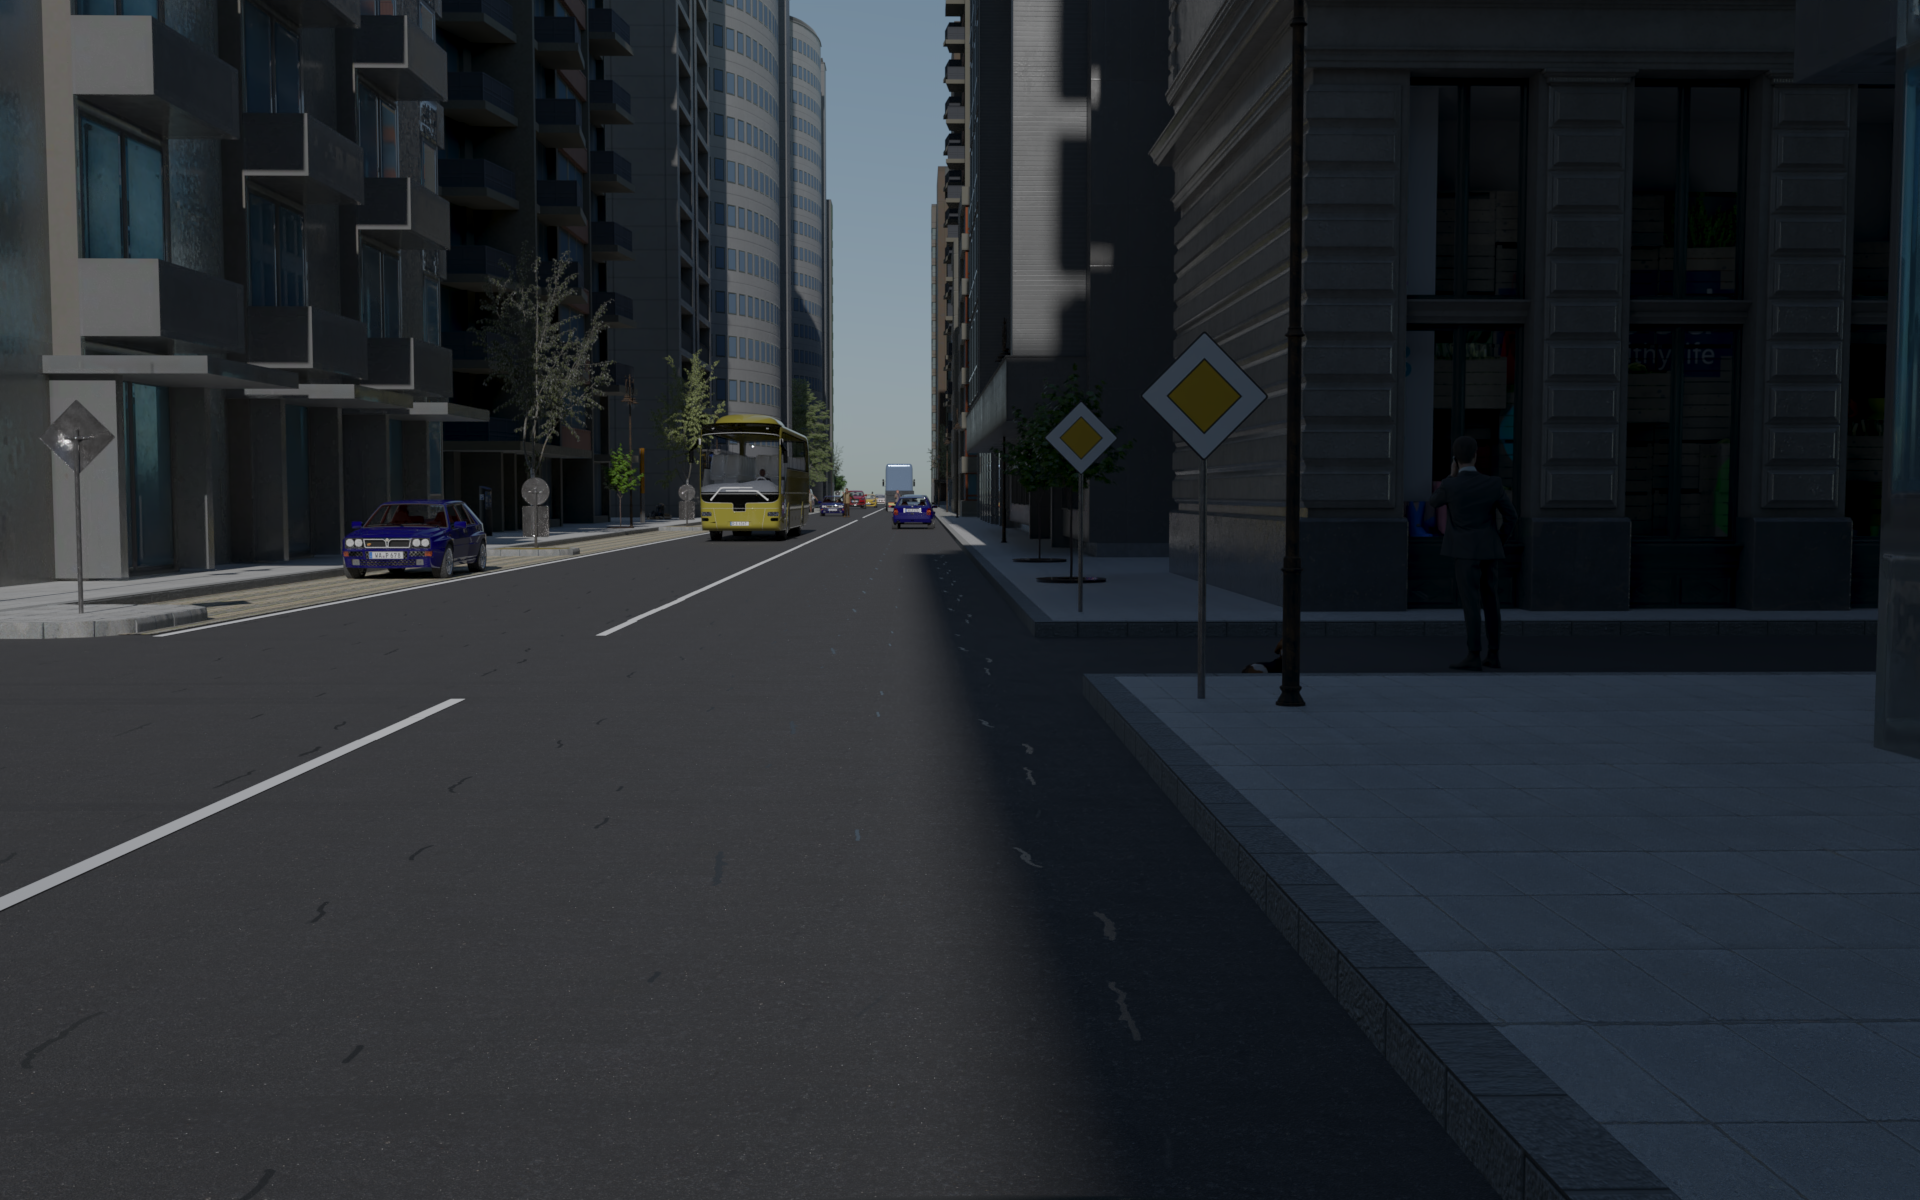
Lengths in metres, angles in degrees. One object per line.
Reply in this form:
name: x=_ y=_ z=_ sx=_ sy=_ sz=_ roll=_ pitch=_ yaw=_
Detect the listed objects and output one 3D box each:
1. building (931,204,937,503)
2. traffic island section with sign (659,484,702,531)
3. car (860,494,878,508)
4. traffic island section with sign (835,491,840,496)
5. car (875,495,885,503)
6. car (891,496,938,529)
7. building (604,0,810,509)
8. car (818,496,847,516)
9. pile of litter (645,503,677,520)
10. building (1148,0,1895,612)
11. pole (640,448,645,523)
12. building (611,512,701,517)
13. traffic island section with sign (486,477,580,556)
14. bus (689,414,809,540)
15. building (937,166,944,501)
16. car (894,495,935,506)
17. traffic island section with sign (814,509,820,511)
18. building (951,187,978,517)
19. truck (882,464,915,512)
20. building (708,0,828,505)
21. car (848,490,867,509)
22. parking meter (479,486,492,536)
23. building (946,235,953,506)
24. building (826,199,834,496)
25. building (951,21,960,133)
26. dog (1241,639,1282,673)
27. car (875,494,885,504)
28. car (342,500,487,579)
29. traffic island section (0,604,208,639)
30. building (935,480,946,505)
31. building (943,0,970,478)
building: x=2.916 y=-34.400 z=246.028 sx=14.154 sy=41.232 sz=14.086 roll=0 pitch=4 yaw=-1
traffic island section with sign: x=-10.732 y=-3.638 z=68.115 sx=1.989 sy=1.847 sz=2.006 roll=0 pitch=4 yaw=-1
car: x=-9.492 y=-10.395 z=180.184 sx=2.015 sy=1.641 sz=3.980 roll=0 pitch=3 yaw=0
traffic island section with sign: x=-14.116 y=-11.741 z=200.589 sx=1.989 sy=1.847 sz=2.006 roll=0 pitch=4 yaw=-1
car: x=-10.843 y=-13.703 z=236.407 sx=2.083 sy=1.381 sz=4.827 roll=0 pitch=4 yaw=-3
car: x=-1.911 y=-3.620 z=71.775 sx=1.945 sy=1.354 sz=3.894 roll=0 pitch=4 yaw=0
building: x=-26.865 y=-45.755 z=186.342 sx=20.563 sy=71.187 sz=20.611 roll=0 pitch=4 yaw=-1
car: x=-8.229 y=-6.125 z=112.728 sx=1.945 sy=1.354 sz=3.894 roll=0 pitch=4 yaw=-2
pile of litter: x=-15.020 y=-4.478 z=87.181 sx=1.719 sy=0.858 sz=1.176 roll=0 pitch=4 yaw=-3
building: x=12.785 y=-11.883 z=23.163 sx=19.941 sy=23.489 sz=11.050 roll=0 pitch=4 yaw=-1
pole: x=-14.143 y=-5.091 z=77.088 sx=0.158 sy=3.312 sz=0.155 roll=0 pitch=3 yaw=0
building: x=-23.541 y=-40.646 z=102.812 sx=20.563 sy=71.187 sz=20.611 roll=0 pitch=4 yaw=-1
traffic island section with sign: x=-10.016 y=-1.958 z=40.649 sx=1.989 sy=1.847 sz=2.006 roll=0 pitch=4 yaw=-1
bus: x=-6.628 y=-4.001 z=56.963 sx=2.896 sy=3.916 sz=12.252 roll=0 pitch=4 yaw=-1
building: x=3.879 y=-35.513 z=230.749 sx=14.600 sy=45.320 sz=14.200 roll=0 pitch=4 yaw=-1
car: x=-2.181 y=-4.363 z=83.331 sx=2.014 sy=1.417 sz=4.499 roll=0 pitch=4 yaw=-1
traffic island section with sign: x=-12.690 y=-8.344 z=145.055 sx=1.989 sy=1.847 sz=2.006 roll=0 pitch=4 yaw=-1
building: x=13.558 y=-16.352 z=112.391 sx=27.650 sy=21.520 sz=28.899 roll=0 pitch=4 yaw=-1
truck: x=-5.076 y=-9.652 z=147.562 sx=2.967 sy=4.110 sz=18.799 roll=0 pitch=4 yaw=-3
building: x=-27.509 y=-40.958 z=211.660 sx=21.231 sy=58.520 sz=28.212 roll=0 pitch=4 yaw=-1
car: x=-10.069 y=-9.678 z=166.912 sx=2.281 sy=1.827 sz=5.304 roll=0 pitch=4 yaw=-2
parking meter: x=-14.450 y=-2.713 z=52.773 sx=0.372 sy=1.533 sz=0.369 roll=0 pitch=3 yaw=0
building: x=5.474 y=-25.736 z=192.488 sx=14.160 sy=30.474 sz=14.107 roll=0 pitch=4 yaw=-1
building: x=-24.396 y=-33.627 z=233.399 sx=14.154 sy=41.232 sz=14.086 roll=0 pitch=4 yaw=-1
building: x=6.191 y=-31.344 z=162.581 sx=14.600 sy=45.320 sz=14.200 roll=0 pitch=4 yaw=-1
dog: x=2.295 y=0.436 z=13.069 sx=0.748 sy=0.427 sz=0.550 roll=1 pitch=4 yaw=14
car: x=-11.486 y=-14.428 z=247.689 sx=2.131 sy=1.459 sz=4.920 roll=0 pitch=4 yaw=-2
car: x=-9.517 y=-1.088 z=30.370 sx=1.945 sy=1.354 sz=3.894 roll=0 pitch=4 yaw=-3
traffic island section: x=-9.457 y=0.225 z=18.596 sx=2.009 sy=0.180 sz=2.903 roll=0 pitch=4 yaw=-1
building: x=12.930 y=-31.801 z=211.819 sx=32.217 sy=40.220 sz=23.993 roll=0 pitch=4 yaw=-1
building: x=9.794 y=-29.741 z=140.885 sx=22.147 sy=44.769 sz=28.867 roll=0 pitch=4 yaw=-1
